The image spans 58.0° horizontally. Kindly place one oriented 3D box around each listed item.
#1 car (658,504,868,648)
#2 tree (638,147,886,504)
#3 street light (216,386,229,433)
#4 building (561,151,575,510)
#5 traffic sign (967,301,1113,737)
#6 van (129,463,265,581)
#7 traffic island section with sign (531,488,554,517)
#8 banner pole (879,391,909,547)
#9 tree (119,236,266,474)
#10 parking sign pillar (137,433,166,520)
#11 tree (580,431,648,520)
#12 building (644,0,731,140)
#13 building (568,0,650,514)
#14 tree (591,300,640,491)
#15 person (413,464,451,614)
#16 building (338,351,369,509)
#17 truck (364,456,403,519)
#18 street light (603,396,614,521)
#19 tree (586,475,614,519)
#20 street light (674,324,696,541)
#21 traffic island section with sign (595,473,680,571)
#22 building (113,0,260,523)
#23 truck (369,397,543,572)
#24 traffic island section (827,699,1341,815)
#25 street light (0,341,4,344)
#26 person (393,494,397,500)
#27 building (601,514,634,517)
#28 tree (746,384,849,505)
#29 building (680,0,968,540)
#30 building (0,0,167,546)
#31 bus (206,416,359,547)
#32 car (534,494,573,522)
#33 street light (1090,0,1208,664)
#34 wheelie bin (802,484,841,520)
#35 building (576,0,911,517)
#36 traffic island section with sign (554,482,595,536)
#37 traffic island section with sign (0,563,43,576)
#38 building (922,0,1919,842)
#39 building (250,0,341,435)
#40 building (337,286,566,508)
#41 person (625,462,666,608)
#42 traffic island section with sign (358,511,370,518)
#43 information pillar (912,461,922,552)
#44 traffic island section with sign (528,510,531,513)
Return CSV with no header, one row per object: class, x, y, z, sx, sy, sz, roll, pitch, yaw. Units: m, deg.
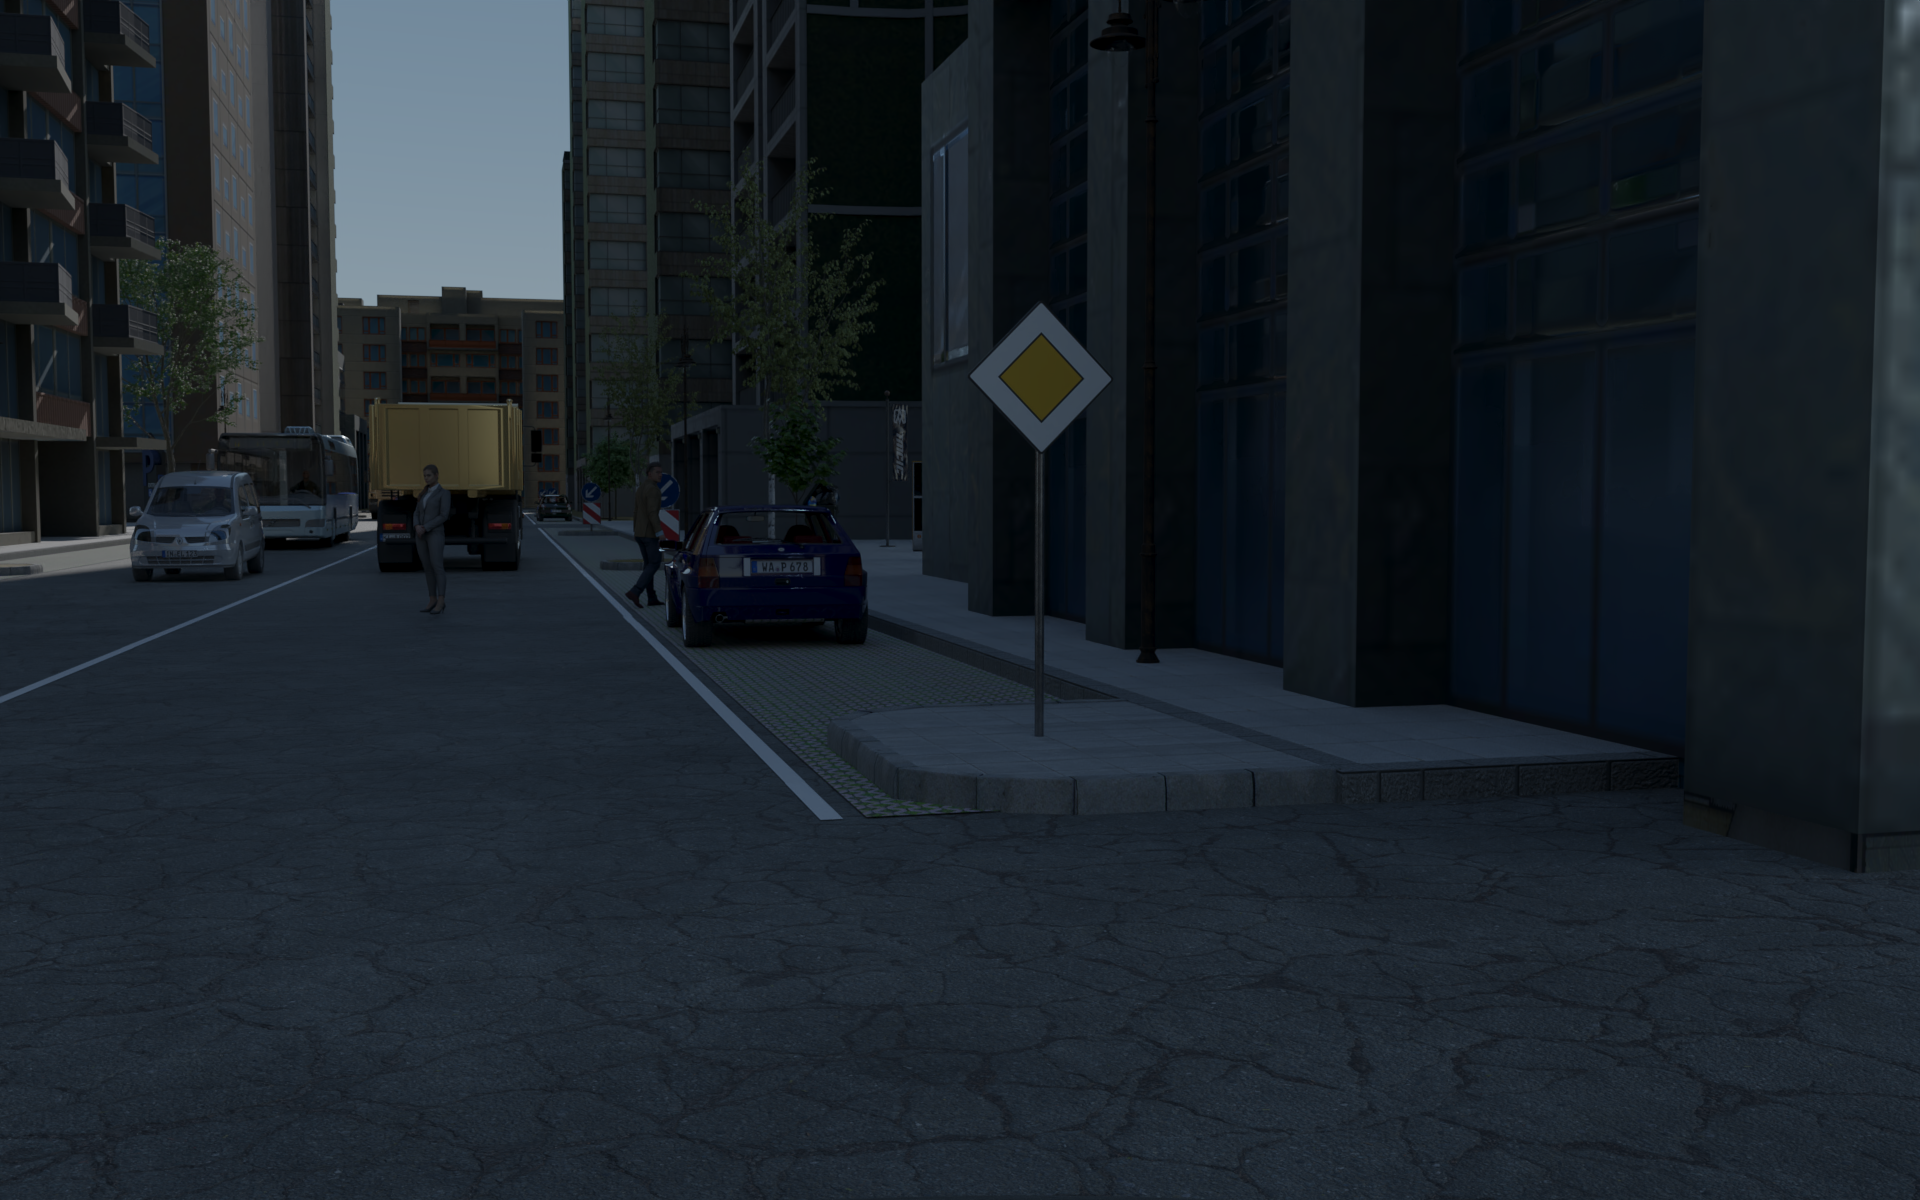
car,-2.043,-0.305,17.560,1.945,1.354,3.894,-1,4,-13
tree,-3.880,-5.341,37.685,4.737,8.622,4.395,0,3,0
street light,-31.465,-6.205,74.236,0.468,5.910,1.993,-1,4,-15
building,-27.246,-23.150,150.195,14.160,30.474,14.107,-1,4,-15
traffic sign,0.416,-0.334,9.109,0.795,2.450,0.064,-1,4,-15
van,-13.103,-1.398,29.872,2.013,2.044,4.112,-1,4,-15
traffic island section with sign,-25.522,-6.073,107.922,1.989,1.847,2.006,-1,4,-15
banner pole,-1.585,-3.189,42.156,0.863,3.779,0.401,-3,5,-40
tree,-30.503,-8.610,66.525,9.928,11.665,9.643,0,3,0
parking sign pillar,-35.096,-5.321,75.469,1.447,3.967,1.447,3,5,41
tree,-17.331,-6.338,87.333,4.285,4.588,4.351,0,3,0
building,-7.082,-18.700,77.439,14.160,30.474,14.107,-1,4,-15
building,-23.476,-27.689,136.308,14.154,41.232,14.086,-1,4,-15
tree,-12.247,-7.117,66.726,4.737,8.622,4.395,0,3,0
person,-6.413,-0.740,20.870,0.520,1.790,0.573,1,4,12
building,-64.370,-50.331,135.591,31.000,86.520,22.319,-1,4,-15
truck,-32.879,-6.872,101.270,2.839,4.237,11.283,-1,4,-13
street light,-16.529,-6.653,81.559,0.468,5.910,1.993,-1,4,-15
tree,-18.535,-5.859,90.404,1.663,3.219,1.824,0,3,0
street light,-7.500,-4.559,47.331,0.468,5.910,1.993,-1,4,-15
traffic island section with sign,-5.877,-1.503,33.203,1.989,1.847,2.006,-1,4,-15
building,-42.090,-26.441,82.422,14.600,45.320,14.200,-1,4,-15
truck,-10.362,-2.432,35.688,3.469,3.379,9.791,-1,4,-14
traffic island section,0.437,0.801,9.192,2.009,0.180,2.903,-1,4,-15
street light,-22.439,-4.106,39.918,0.468,5.910,1.993,-1,4,-15
person,-26.391,-4.261,81.407,0.421,1.427,0.697,3,4,38
building,-15.152,-25.603,102.206,14.154,41.232,14.086,-1,4,-15
tree,-2.761,-2.205,30.651,1.663,3.219,1.824,0,3,0
building,2.174,-37.566,52.452,20.563,71.187,20.611,-1,4,-15
building,-34.256,-23.840,44.406,22.147,44.769,28.867,-1,4,-15
bus,-18.836,-3.312,49.018,2.948,3.499,13.247,-1,4,-15
car,-21.322,-4.965,90.958,2.009,1.686,4.222,-1,4,-16
street light,1.432,-2.460,13.015,0.468,5.910,1.993,-1,4,-15
wheelie bin,-2.644,-1.543,33.140,0.693,1.594,0.980,0,4,1
building,-15.933,-41.635,118.990,20.563,71.187,20.611,-1,4,-15
traffic island section with sign,-12.894,-3.136,59.901,1.989,1.847,2.006,-1,4,-15
traffic island section with sign,-17.509,-1.352,30.735,1.989,1.847,2.006,-1,4,-15
building,15.548,-43.176,18.594,31.000,86.520,22.319,-1,4,-15
building,-51.108,-26.663,119.538,14.154,41.232,14.086,-1,4,-15
building,-49.796,-20.147,174.446,28.899,21.520,27.650,-1,4,-15
person,-3.917,-0.820,21.820,0.656,1.842,0.836,2,4,26
traffic island section with sign,-36.929,-5.871,104.617,1.989,1.847,2.006,-1,4,-15
information pillar,-0.892,-2.092,38.703,0.304,2.012,0.304,0,4,7
traffic island section with sign,-32.431,-7.679,134.180,1.989,1.847,2.006,-1,4,-15
